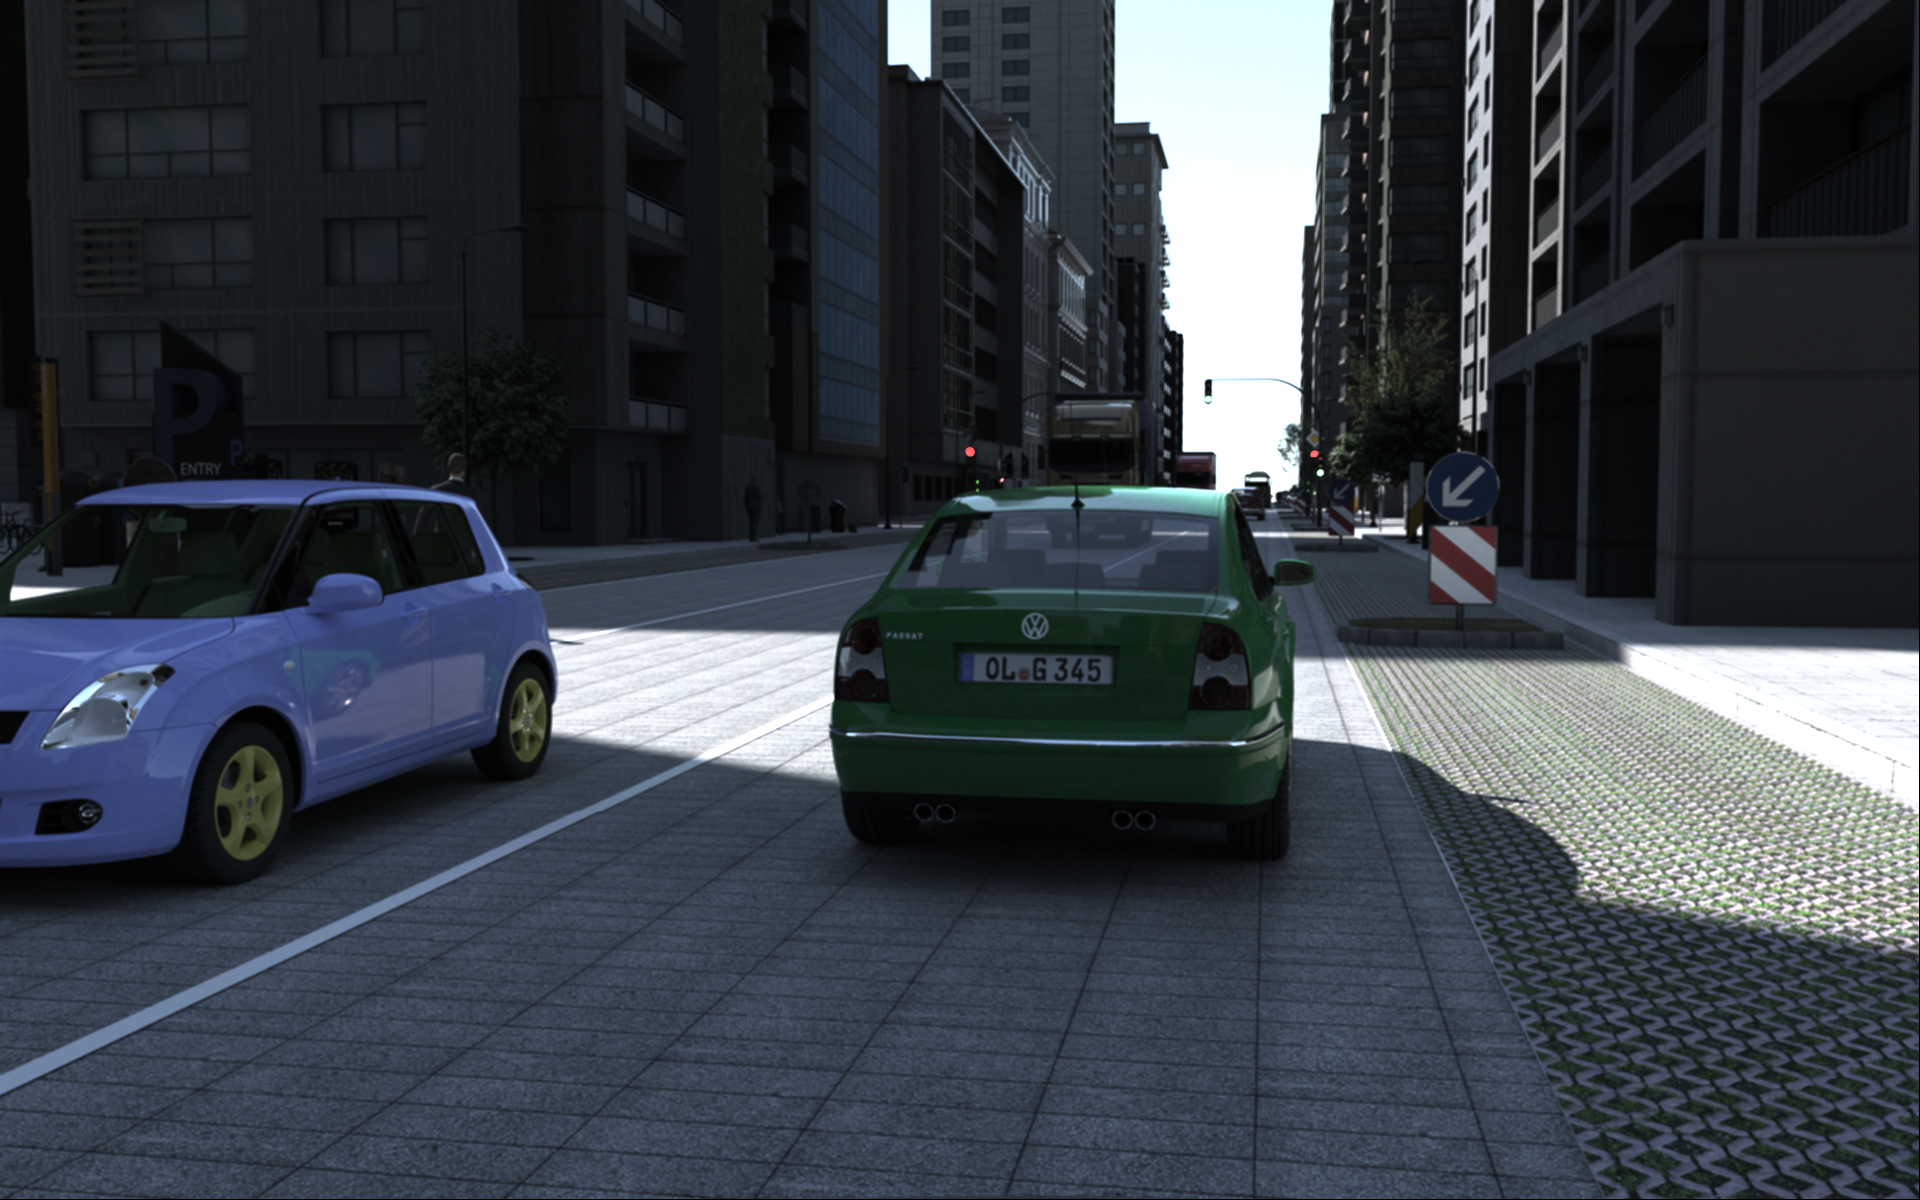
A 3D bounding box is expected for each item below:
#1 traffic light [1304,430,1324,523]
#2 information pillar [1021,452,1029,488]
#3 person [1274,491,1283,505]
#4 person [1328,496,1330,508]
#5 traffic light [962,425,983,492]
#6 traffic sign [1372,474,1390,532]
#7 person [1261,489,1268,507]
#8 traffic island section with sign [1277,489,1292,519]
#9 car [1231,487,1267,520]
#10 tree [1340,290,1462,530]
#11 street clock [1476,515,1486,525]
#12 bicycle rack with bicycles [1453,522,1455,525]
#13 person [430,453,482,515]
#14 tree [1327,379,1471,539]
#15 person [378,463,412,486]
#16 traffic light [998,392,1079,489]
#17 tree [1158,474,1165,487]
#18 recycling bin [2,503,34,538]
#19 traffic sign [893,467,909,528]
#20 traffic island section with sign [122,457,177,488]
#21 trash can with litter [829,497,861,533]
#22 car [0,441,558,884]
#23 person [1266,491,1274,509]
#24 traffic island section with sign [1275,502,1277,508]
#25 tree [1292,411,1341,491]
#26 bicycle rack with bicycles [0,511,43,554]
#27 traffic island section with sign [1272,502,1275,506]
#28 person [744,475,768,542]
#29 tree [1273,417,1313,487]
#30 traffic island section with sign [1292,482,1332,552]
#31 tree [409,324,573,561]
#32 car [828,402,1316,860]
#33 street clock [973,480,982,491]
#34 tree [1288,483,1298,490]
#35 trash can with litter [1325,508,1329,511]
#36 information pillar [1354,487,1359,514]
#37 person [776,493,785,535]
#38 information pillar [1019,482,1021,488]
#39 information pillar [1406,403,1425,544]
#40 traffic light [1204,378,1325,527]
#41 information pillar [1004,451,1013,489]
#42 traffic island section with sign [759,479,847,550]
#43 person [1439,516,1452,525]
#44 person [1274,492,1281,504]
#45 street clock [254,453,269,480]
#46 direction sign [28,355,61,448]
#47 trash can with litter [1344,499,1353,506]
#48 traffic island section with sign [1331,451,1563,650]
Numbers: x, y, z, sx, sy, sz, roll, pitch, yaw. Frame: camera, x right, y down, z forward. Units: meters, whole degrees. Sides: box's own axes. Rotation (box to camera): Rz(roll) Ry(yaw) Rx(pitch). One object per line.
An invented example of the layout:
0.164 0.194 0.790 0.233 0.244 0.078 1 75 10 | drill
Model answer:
15.428 -5.295 75.495 0.839 4.253 0.868 1 4 10 | traffic light
3.623 -6.447 96.756 0.504 3.616 0.183 -3 4 -39 | information pillar
43.596 -13.958 236.678 1.348 1.831 0.705 -1 4 -11 | person
32.661 -8.937 152.878 0.721 1.735 1.217 0 4 8 | person
0.478 -4.960 70.017 0.839 4.253 0.868 1 4 10 | traffic light
14.301 -3.470 58.864 0.606 2.300 0.079 1 4 19 | traffic sign
21.866 -7.072 124.477 0.532 1.782 0.716 -1 4 -18 | person
19.162 -5.479 98.206 1.989 1.847 2.006 1 4 10 | traffic island section with sign
15.770 -5.316 95.590 2.281 1.827 5.304 1 4 12 | car
15.745 -6.820 61.868 4.737 8.622 4.395 0 3 0 | tree
12.484 -2.257 41.469 0.358 2.002 0.471 -3 4 -36 | street clock
18.923 -3.176 65.303 2.852 0.926 2.925 0 4 2 | bicycle rack with bicycles
-5.222 -0.586 17.851 0.659 1.850 0.755 0 4 -1 | person
12.916 -4.037 49.717 4.285 4.588 4.351 0 3 0 | tree
-10.120 -1.520 30.865 0.573 1.828 0.580 2 4 35 | person
3.951 -6.292 77.548 4.771 5.953 1.251 1 4 10 | traffic light
25.368 -14.989 228.783 4.285 4.588 4.351 0 3 0 | tree
-27.553 -2.332 50.678 0.722 1.027 0.722 -1 4 -21 | recycling bin
-2.212 -3.834 64.818 0.606 2.300 0.079 1 4 15 | traffic sign
-8.812 -0.577 18.062 1.989 1.847 2.006 1 4 10 | traffic island section with sign
-3.845 -2.849 57.973 1.055 1.170 0.624 0 4 6 | trash can with litter
-3.218 0.122 7.598 1.945 1.707 3.694 1 4 11 | car
28.957 -9.339 161.728 0.617 1.759 0.750 3 5 42 | person
23.880 -7.102 124.747 1.989 1.847 2.006 1 4 10 | traffic island section with sign
31.817 -12.488 154.549 4.360 8.622 3.978 0 3 0 | tree
-20.158 -1.412 36.460 2.925 0.926 2.852 2 4 32 | bicycle rack with bicycles
32.571 -10.089 173.585 1.989 1.847 2.006 1 4 10 | traffic island section with sign
-5.510 -2.483 46.816 0.661 1.801 0.590 2 4 35 | person
45.518 -18.686 231.268 9.928 11.665 9.643 0 3 0 | tree
9.431 -2.131 43.471 1.989 1.847 2.006 1 4 10 | traffic island section with sign
-9.009 -3.054 33.645 4.285 4.588 4.351 0 3 0 | tree
0.705 0.031 8.286 1.959 1.807 4.718 1 4 11 | car
0.822 -4.695 81.340 0.358 2.002 0.471 -2 4 -32 | street clock
57.691 -18.663 299.734 1.663 3.219 1.824 0 3 0 | tree
27.462 -7.160 128.126 1.678 1.210 2.233 1 4 14 | trash can with litter
26.037 -7.492 113.841 0.504 3.616 0.183 -3 5 -43 | information pillar
-5.787 -2.721 54.808 0.640 1.303 0.475 2 4 28 | person
3.667 -5.971 102.123 0.304 2.012 0.304 -1 4 -23 | information pillar
11.804 -3.268 44.787 0.504 3.616 0.183 -3 4 -37 | information pillar
11.955 -5.700 67.858 4.771 5.953 1.251 1 4 10 | traffic light
2.625 -6.219 93.042 0.504 3.616 0.183 0 4 8 | information pillar
-4.011 -2.231 45.109 1.989 1.847 2.006 1 4 10 | traffic island section with sign
14.951 -2.898 53.636 0.699 1.804 1.509 3 4 37 | person
44.800 -14.405 244.735 0.721 1.735 1.217 -3 5 -42 | person
-12.393 -1.603 30.777 0.358 2.002 0.471 -2 4 -24 | street clock
-15.126 -2.244 28.682 0.379 3.537 0.876 0 4 0 | direction sign
22.785 -5.528 101.773 0.624 1.170 1.055 1 4 15 | trash can with litter
4.712 -0.508 16.930 1.989 1.847 2.006 1 4 10 | traffic island section with sign
